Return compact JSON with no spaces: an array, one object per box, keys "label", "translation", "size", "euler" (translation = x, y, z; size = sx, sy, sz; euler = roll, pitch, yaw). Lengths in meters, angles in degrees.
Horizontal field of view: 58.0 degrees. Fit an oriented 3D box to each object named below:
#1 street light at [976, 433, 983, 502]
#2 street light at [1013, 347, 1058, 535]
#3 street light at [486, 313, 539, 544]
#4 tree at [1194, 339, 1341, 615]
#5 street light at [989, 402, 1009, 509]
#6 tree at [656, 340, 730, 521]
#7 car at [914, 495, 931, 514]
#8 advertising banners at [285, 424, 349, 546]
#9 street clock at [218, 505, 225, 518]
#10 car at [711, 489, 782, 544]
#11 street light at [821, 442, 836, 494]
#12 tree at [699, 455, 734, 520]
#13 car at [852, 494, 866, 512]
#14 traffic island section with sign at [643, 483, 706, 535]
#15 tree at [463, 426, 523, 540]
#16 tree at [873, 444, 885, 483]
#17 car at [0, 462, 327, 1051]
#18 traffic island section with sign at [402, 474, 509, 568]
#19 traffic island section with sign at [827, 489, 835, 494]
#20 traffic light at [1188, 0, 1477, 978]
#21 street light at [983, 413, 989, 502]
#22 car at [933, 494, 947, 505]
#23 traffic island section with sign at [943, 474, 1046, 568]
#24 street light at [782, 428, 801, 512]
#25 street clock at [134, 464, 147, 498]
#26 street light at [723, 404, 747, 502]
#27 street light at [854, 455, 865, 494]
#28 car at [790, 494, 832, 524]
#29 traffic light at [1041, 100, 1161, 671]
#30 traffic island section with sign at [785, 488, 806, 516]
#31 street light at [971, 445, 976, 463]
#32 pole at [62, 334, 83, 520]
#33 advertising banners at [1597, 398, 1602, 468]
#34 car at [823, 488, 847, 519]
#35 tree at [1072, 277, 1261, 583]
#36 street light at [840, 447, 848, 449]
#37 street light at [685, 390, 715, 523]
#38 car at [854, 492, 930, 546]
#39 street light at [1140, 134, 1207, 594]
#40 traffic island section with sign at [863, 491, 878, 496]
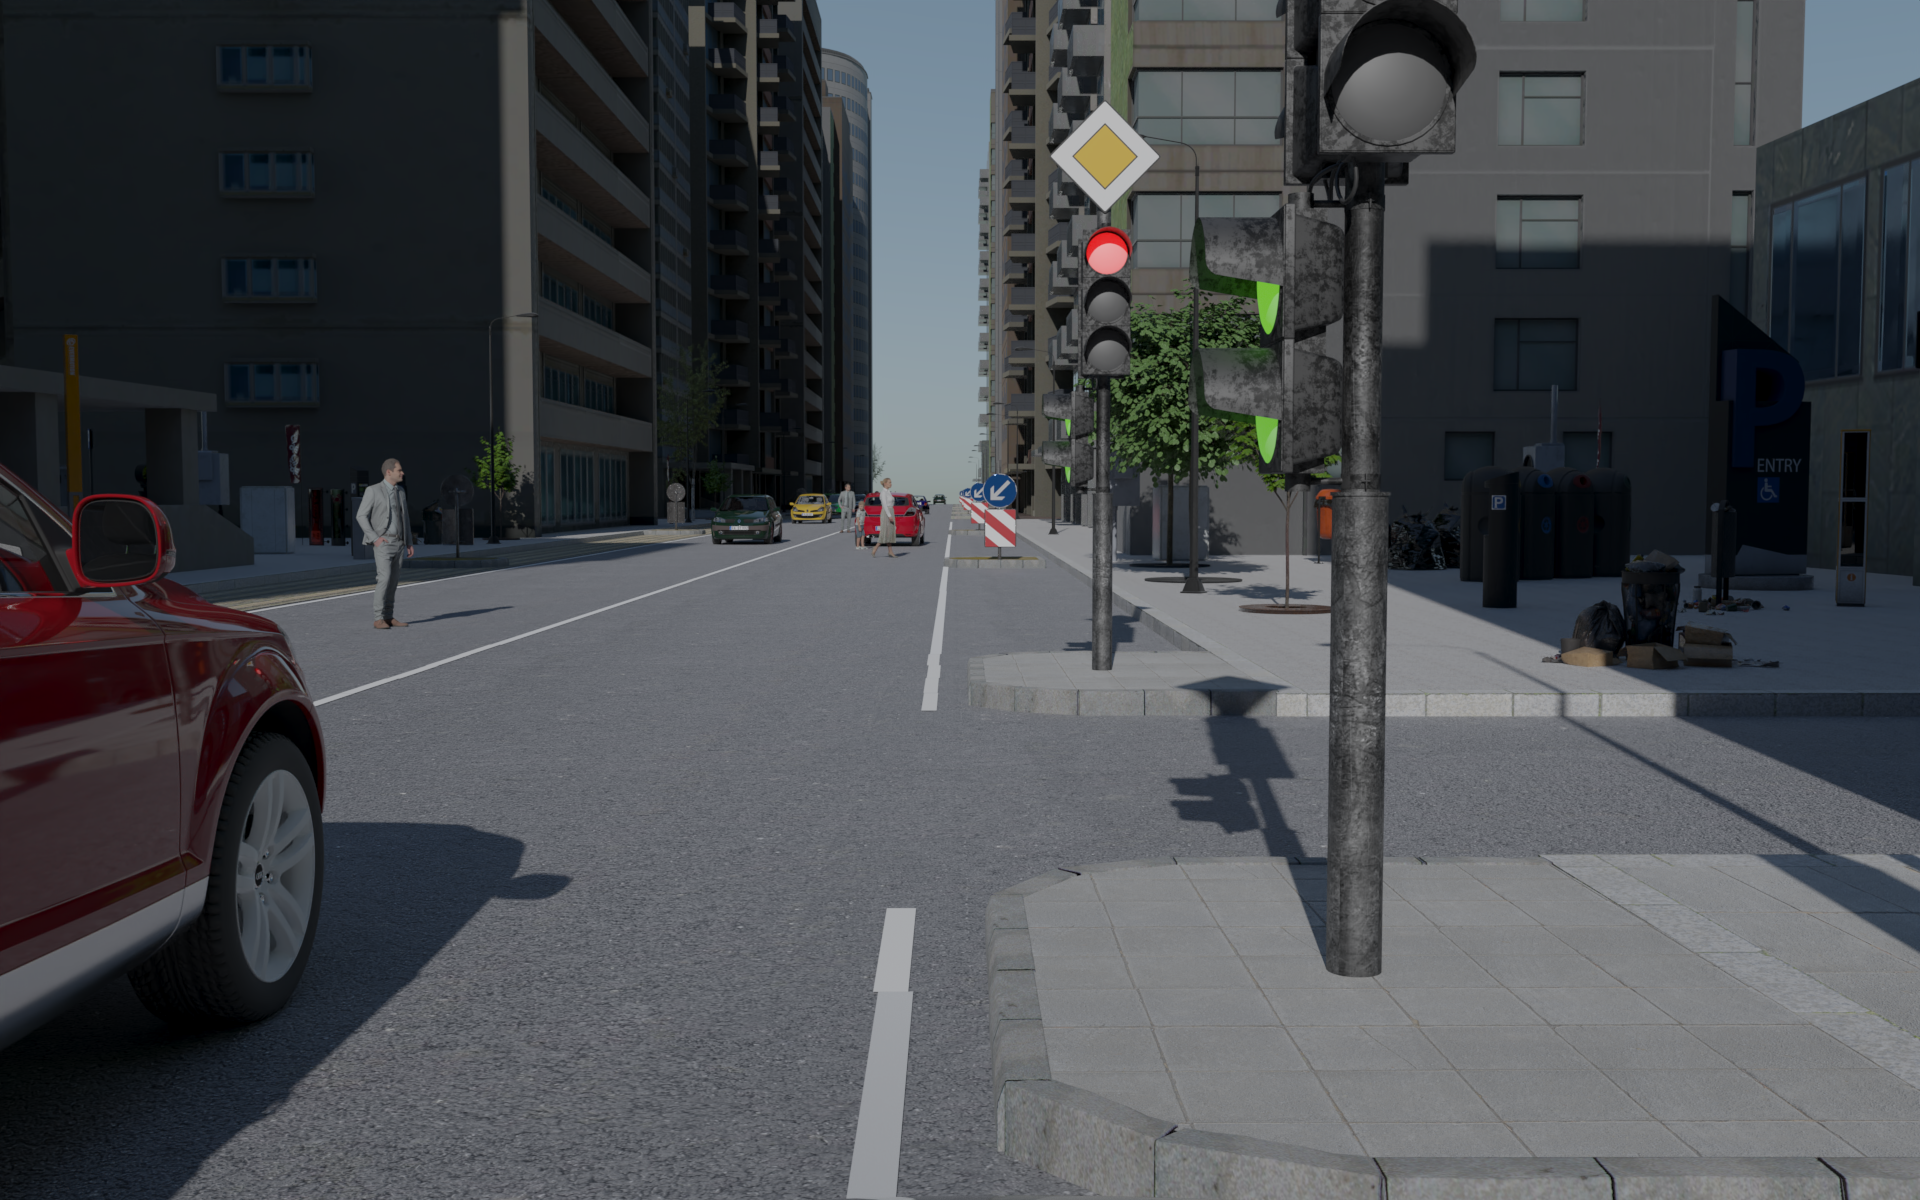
[{"label":"street light","translation":[2.179,-9.761,132.137],"size":[1.470,5.913,1.316],"euler":[0,4,0]},{"label":"street light","translation":[2.425,-5.031,54.801],"size":[1.470,5.913,1.316],"euler":[0,4,0]},{"label":"street light","translation":[-11.483,-4.400,44.482],"size":[1.470,5.913,1.316],"euler":[0,4,0]},{"label":"tree","translation":[3.651,-1.476,18.737],"size":[1.663,3.219,1.824],"euler":[0,3,0]},{"label":"street light","translation":[2.359,-7.043,87.688],"size":[1.470,5.913,1.316],"euler":[0,4,0]},{"label":"tree","translation":[-12.919,-8.067,82.251],"size":[4.737,8.622,4.395],"euler":[0,3,0]},{"label":"car","translation":[-3.066,-6.775,123.356],"size":[1.945,1.354,3.894],"euler":[0,4,1]},{"label":"advertising banners","translation":[-16.007,-2.867,43.057],"size":[2.074,3.025,0.090],"euler":[2,4,28]},{"label":"street clock","translation":[-16.319,-2.058,38.214],"size":[0.471,2.002,0.358],"euler":[3,5,45]},{"label":"car","translation":[-6.195,-2.491,50.518],"size":[2.009,1.686,4.222],"euler":[0,4,0]},{"label":"street light","translation":[-11.705,-11.054,153.274],"size":[1.470,5.913,1.316],"euler":[0,4,0]},{"label":"tree","translation":[-12.167,-5.603,86.218],"size":[1.663,3.219,1.824],"euler":[0,3,0]},{"label":"car","translation":[-7.294,-6.747,122.117],"size":[2.131,1.459,4.920],"euler":[0,4,-2]},{"label":"traffic island section with sign","translation":[-10.085,-3.228,61.411],"size":[1.989,1.847,2.006],"euler":[0,4,0]},{"label":"tree","translation":[-12.814,-3.301,48.573],"size":[1.663,3.219,1.824],"euler":[0,3,0]},{"label":"tree","translation":[-12.683,-18.173,247.492],"size":[4.360,8.622,3.978],"euler":[0,3,0]},{"label":"car","translation":[-2.833,0.343,3.073],"size":[2.281,1.827,5.304],"euler":[0,4,-1]},{"label":"traffic island section with sign","translation":[-9.995,-1.556,34.074],"size":[1.989,1.847,2.006],"euler":[0,4,0]},{"label":"traffic island section with sign","translation":[-10.324,-8.013,139.638],"size":[1.989,1.847,2.006],"euler":[0,4,0]},{"label":"traffic light","translation":[1.043,-0.956,4.552],"size":[0.839,4.253,0.868],"euler":[0,4,0]},{"label":"street light","translation":[2.213,-7.747,99.201],"size":[1.470,5.913,1.316],"euler":[0,4,0]},{"label":"car","translation":[-2.811,-14.032,239.210],"size":[2.009,1.686,4.222],"euler":[0,4,1]},{"label":"traffic island section with sign","translation":[0.667,-1.577,34.408],"size":[1.989,1.847,2.006],"euler":[0,4,0]},{"label":"street light","translation":[-11.766,-9.087,121.112],"size":[1.470,5.913,1.316],"euler":[0,4,0]},{"label":"street clock","translation":[-19.777,-2.293,42.060],"size":[0.358,2.002,0.471],"euler":[1,4,10]},{"label":"street light","translation":[-11.601,-7.119,88.931],"size":[1.470,5.913,1.316],"euler":[0,4,0]},{"label":"street light","translation":[-11.979,-14.227,205.144],"size":[1.470,5.913,1.316],"euler":[0,4,0]},{"label":"car","translation":[-7.254,-4.560,84.784],"size":[2.015,1.641,3.980],"euler":[0,4,1]},{"label":"traffic light","translation":[1.018,-1.444,12.537],"size":[0.839,4.253,0.868],"euler":[0,4,0]},{"label":"traffic island section with sign","translation":[-10.238,-6.335,112.208],"size":[1.989,1.847,2.006],"euler":[0,4,0]},{"label":"street light","translation":[1.999,-11.725,164.244],"size":[1.470,5.913,1.316],"euler":[0,4,0]},{"label":"pole","translation":[-11.388,-1.738,22.259],"size":[0.158,3.312,0.155],"euler":[0,3,0]},{"label":"advertising banners","translation":[12.040,-2.234,32.706],"size":[0.090,3.025,2.074],"euler":[1,4,20]},{"label":"car","translation":[-7.514,-5.714,102.213],"size":[1.959,1.807,4.718],"euler":[0,4,-2]},{"label":"tree","translation":[3.454,-2.556,25.499],"size":[4.285,4.588,4.351],"euler":[0,3,0]},{"label":"street light","translation":[-11.890,-12.228,172.469],"size":[1.470,5.913,1.316],"euler":[0,4,0]},{"label":"street light","translation":[-11.585,-6.399,77.161],"size":[1.470,5.913,1.316],"euler":[0,4,0]},{"label":"car","translation":[-1.946,-2.434,48.829],"size":[2.155,1.783,4.494],"euler":[0,4,1]},{"label":"street light","translation":[2.490,-3.043,22.286],"size":[1.470,5.913,1.316],"euler":[0,4,0]},{"label":"traffic island section with sign","translation":[-10.495,-11.396,194.958],"size":[1.989,1.847,2.006],"euler":[0,4,0]}]
